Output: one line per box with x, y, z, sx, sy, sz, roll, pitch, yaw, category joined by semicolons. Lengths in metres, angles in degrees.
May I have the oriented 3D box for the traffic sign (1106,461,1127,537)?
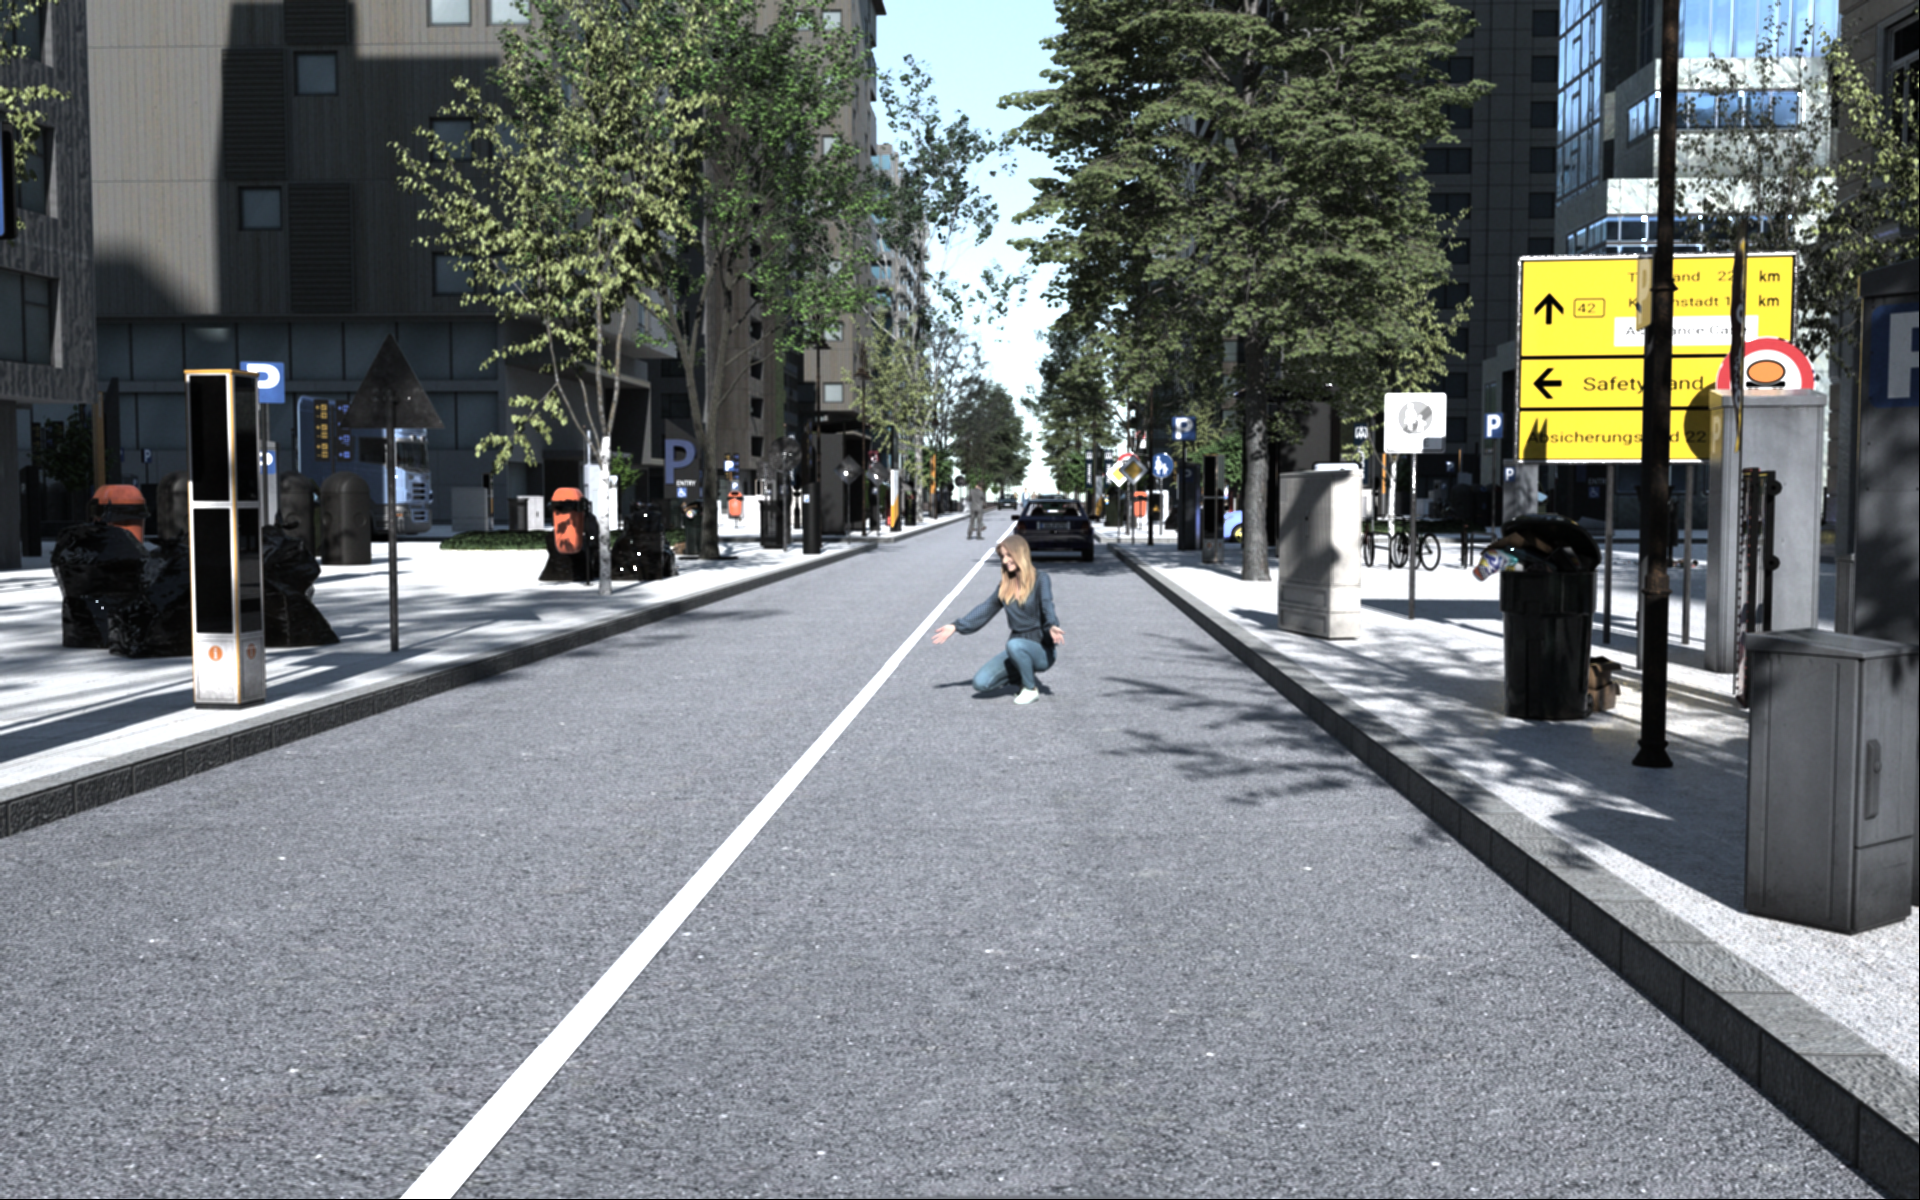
4.764;-2.953;51.917;0.795;2.450;0.064;0;4;3;traffic sign

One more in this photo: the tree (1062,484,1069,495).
13.216;-13.184;210.161;1.663;3.219;1.824;0;3;0;tree

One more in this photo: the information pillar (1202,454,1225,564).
4.691;-1.685;32.049;0.304;2.012;0.304;3;4;38;information pillar

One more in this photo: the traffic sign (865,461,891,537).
-2.471;-2.974;52.274;0.795;2.450;0.064;0;4;3;traffic sign

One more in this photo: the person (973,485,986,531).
0.674;-3.627;67.902;0.767;1.812;0.694;0;4;-6;person

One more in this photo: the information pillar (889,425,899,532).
-2.216;-4.119;58.699;0.183;3.616;0.504;1;4;20;information pillar

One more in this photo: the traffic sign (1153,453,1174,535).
6.264;-3.291;53.920;0.768;2.556;0.104;1;4;8;traffic sign

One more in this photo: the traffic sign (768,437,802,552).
-3.887;-2.343;38.413;0.768;2.556;0.104;1;4;9;traffic sign

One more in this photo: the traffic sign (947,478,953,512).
-0.857;-7.502;122.762;0.768;2.556;0.104;0;4;5;traffic sign

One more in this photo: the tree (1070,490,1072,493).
11.754;-10.569;167.410;1.663;3.219;1.824;0;3;0;tree

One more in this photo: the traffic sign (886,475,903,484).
-3.339;-5.381;87.983;0.884;2.594;0.081;0;4;6;traffic sign

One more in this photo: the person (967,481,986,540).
0.520;-2.836;54.678;0.655;1.846;0.447;1;4;21;person

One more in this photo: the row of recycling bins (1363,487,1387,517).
23.036;-5.484;96.775;1.069;1.692;3.534;0;4;2;row of recycling bins

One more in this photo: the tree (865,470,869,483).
-6.721;-7.689;120.318;1.663;3.219;1.824;0;3;0;tree

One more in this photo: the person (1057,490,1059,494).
6.772;-6.732;119.567;0.512;1.701;0.522;2;4;24;person

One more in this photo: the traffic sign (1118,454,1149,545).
4.391;-2.465;43.940;0.795;2.450;0.064;0;4;3;traffic sign

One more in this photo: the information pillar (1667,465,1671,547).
17.176;-3.106;42.143;0.183;3.616;0.504;3;5;41;information pillar

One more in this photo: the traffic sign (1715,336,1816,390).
6.511;-0.855;14.087;0.768;2.556;0.104;0;4;8;traffic sign

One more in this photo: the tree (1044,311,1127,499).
12.569;-19.653;177.208;12.611;20.169;13.585;0;3;0;tree

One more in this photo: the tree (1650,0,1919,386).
12.748;-4.678;26.850;4.360;8.622;3.978;0;3;0;tree

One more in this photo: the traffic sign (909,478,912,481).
-2.781;-6.476;105.991;0.768;2.556;0.104;1;4;9;traffic sign

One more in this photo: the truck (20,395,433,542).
-23.670;-3.580;48.286;18.799;4.110;2.967;0;4;1;truck

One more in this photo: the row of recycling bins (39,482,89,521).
-29.649;-3.114;58.029;3.534;1.692;1.069;0;4;6;row of recycling bins

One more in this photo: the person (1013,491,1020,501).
7.006;-12.856;218.787;1.348;1.812;0.705;1;4;19;person

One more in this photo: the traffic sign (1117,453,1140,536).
5.194;-3.257;53.355;0.768;2.556;0.104;0;4;6;traffic sign

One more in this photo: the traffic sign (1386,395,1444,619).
4.623;-0.950;17.666;0.606;2.300;0.079;0;4;7;traffic sign

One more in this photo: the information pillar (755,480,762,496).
-10.369;-5.179;89.175;0.304;2.012;0.304;-1;4;-9;information pillar

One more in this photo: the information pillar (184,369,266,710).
-4.400;-0.360;10.386;0.304;2.012;0.304;1;4;8;information pillar

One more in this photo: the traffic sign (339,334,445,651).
-4.618;-0.861;14.076;0.884;2.594;0.081;0;4;6;traffic sign

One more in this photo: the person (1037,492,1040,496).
13.053;-16.897;284.900;1.348;1.807;0.705;2;4;34;person

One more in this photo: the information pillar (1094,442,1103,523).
6.278;-5.307;78.121;0.183;3.616;0.504;3;4;36;information pillar

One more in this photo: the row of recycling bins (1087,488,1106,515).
8.359;-5.927;104.013;1.069;1.692;3.534;1;4;16;row of recycling bins

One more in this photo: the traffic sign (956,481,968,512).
0.151;-7.403;121.037;0.884;2.594;0.081;1;4;9;traffic sign

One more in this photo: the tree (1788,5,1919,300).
12.068;-4.262;20.047;4.737;8.622;4.395;0;3;0;tree

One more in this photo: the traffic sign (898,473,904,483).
-3.429;-5.713;93.410;0.884;2.594;0.081;1;4;9;traffic sign

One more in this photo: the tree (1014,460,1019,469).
5.802;-17.895;242.947;4.360;8.622;3.978;0;3;0;tree

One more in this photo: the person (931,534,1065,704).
0.413;0.128;11.913;0.738;1.151;1.012;-3;5;-44;person

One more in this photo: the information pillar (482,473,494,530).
-16.742;-3.482;61.415;0.304;2.012;0.304;0;4;1;information pillar

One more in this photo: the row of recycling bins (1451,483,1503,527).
20.696;-3.746;68.366;3.534;1.692;1.069;-2;4;-33;row of recycling bins

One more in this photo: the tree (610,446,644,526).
-13.737;-4.578;69.452;1.663;3.219;1.824;0;3;0;tree

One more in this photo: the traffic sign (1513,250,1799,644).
5.873;-1.275;14.722;2.265;3.308;0.079;1;4;9;traffic sign

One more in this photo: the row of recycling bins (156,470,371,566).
-12.347;-1.450;30.819;3.534;1.692;1.069;-2;4;-24;row of recycling bins

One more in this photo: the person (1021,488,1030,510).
3.907;-5.789;103.175;0.581;1.822;0.654;0;4;3;person

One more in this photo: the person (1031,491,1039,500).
7.679;-10.330;177.929;0.617;1.759;0.750;2;4;34;person

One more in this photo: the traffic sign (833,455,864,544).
-2.844;-2.487;44.298;0.795;2.450;0.064;0;4;3;traffic sign

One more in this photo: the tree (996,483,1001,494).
4.752;-14.847;237.343;1.663;3.219;1.824;0;3;0;tree

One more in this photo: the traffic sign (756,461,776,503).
-6.081;-3.191;54.303;0.606;2.300;0.079;0;4;3;traffic sign

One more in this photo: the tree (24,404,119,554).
-18.893;-2.607;37.219;1.663;3.219;1.824;0;3;0;tree

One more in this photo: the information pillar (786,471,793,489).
-8.530;-5.838;86.798;0.183;3.616;0.504;-3;4;-38;information pillar

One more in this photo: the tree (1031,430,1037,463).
6.228;-21.313;255.115;9.857;13.997;8.962;0;3;0;tree

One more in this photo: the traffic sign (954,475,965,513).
-0.017;-7.216;118.085;0.768;2.556;0.104;1;4;12;traffic sign

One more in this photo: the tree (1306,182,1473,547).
10.403;-5.590;41.761;4.737;8.622;4.395;0;3;0;tree

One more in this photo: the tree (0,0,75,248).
-12.819;-4.307;20.786;4.737;8.622;4.395;0;3;0;tree
